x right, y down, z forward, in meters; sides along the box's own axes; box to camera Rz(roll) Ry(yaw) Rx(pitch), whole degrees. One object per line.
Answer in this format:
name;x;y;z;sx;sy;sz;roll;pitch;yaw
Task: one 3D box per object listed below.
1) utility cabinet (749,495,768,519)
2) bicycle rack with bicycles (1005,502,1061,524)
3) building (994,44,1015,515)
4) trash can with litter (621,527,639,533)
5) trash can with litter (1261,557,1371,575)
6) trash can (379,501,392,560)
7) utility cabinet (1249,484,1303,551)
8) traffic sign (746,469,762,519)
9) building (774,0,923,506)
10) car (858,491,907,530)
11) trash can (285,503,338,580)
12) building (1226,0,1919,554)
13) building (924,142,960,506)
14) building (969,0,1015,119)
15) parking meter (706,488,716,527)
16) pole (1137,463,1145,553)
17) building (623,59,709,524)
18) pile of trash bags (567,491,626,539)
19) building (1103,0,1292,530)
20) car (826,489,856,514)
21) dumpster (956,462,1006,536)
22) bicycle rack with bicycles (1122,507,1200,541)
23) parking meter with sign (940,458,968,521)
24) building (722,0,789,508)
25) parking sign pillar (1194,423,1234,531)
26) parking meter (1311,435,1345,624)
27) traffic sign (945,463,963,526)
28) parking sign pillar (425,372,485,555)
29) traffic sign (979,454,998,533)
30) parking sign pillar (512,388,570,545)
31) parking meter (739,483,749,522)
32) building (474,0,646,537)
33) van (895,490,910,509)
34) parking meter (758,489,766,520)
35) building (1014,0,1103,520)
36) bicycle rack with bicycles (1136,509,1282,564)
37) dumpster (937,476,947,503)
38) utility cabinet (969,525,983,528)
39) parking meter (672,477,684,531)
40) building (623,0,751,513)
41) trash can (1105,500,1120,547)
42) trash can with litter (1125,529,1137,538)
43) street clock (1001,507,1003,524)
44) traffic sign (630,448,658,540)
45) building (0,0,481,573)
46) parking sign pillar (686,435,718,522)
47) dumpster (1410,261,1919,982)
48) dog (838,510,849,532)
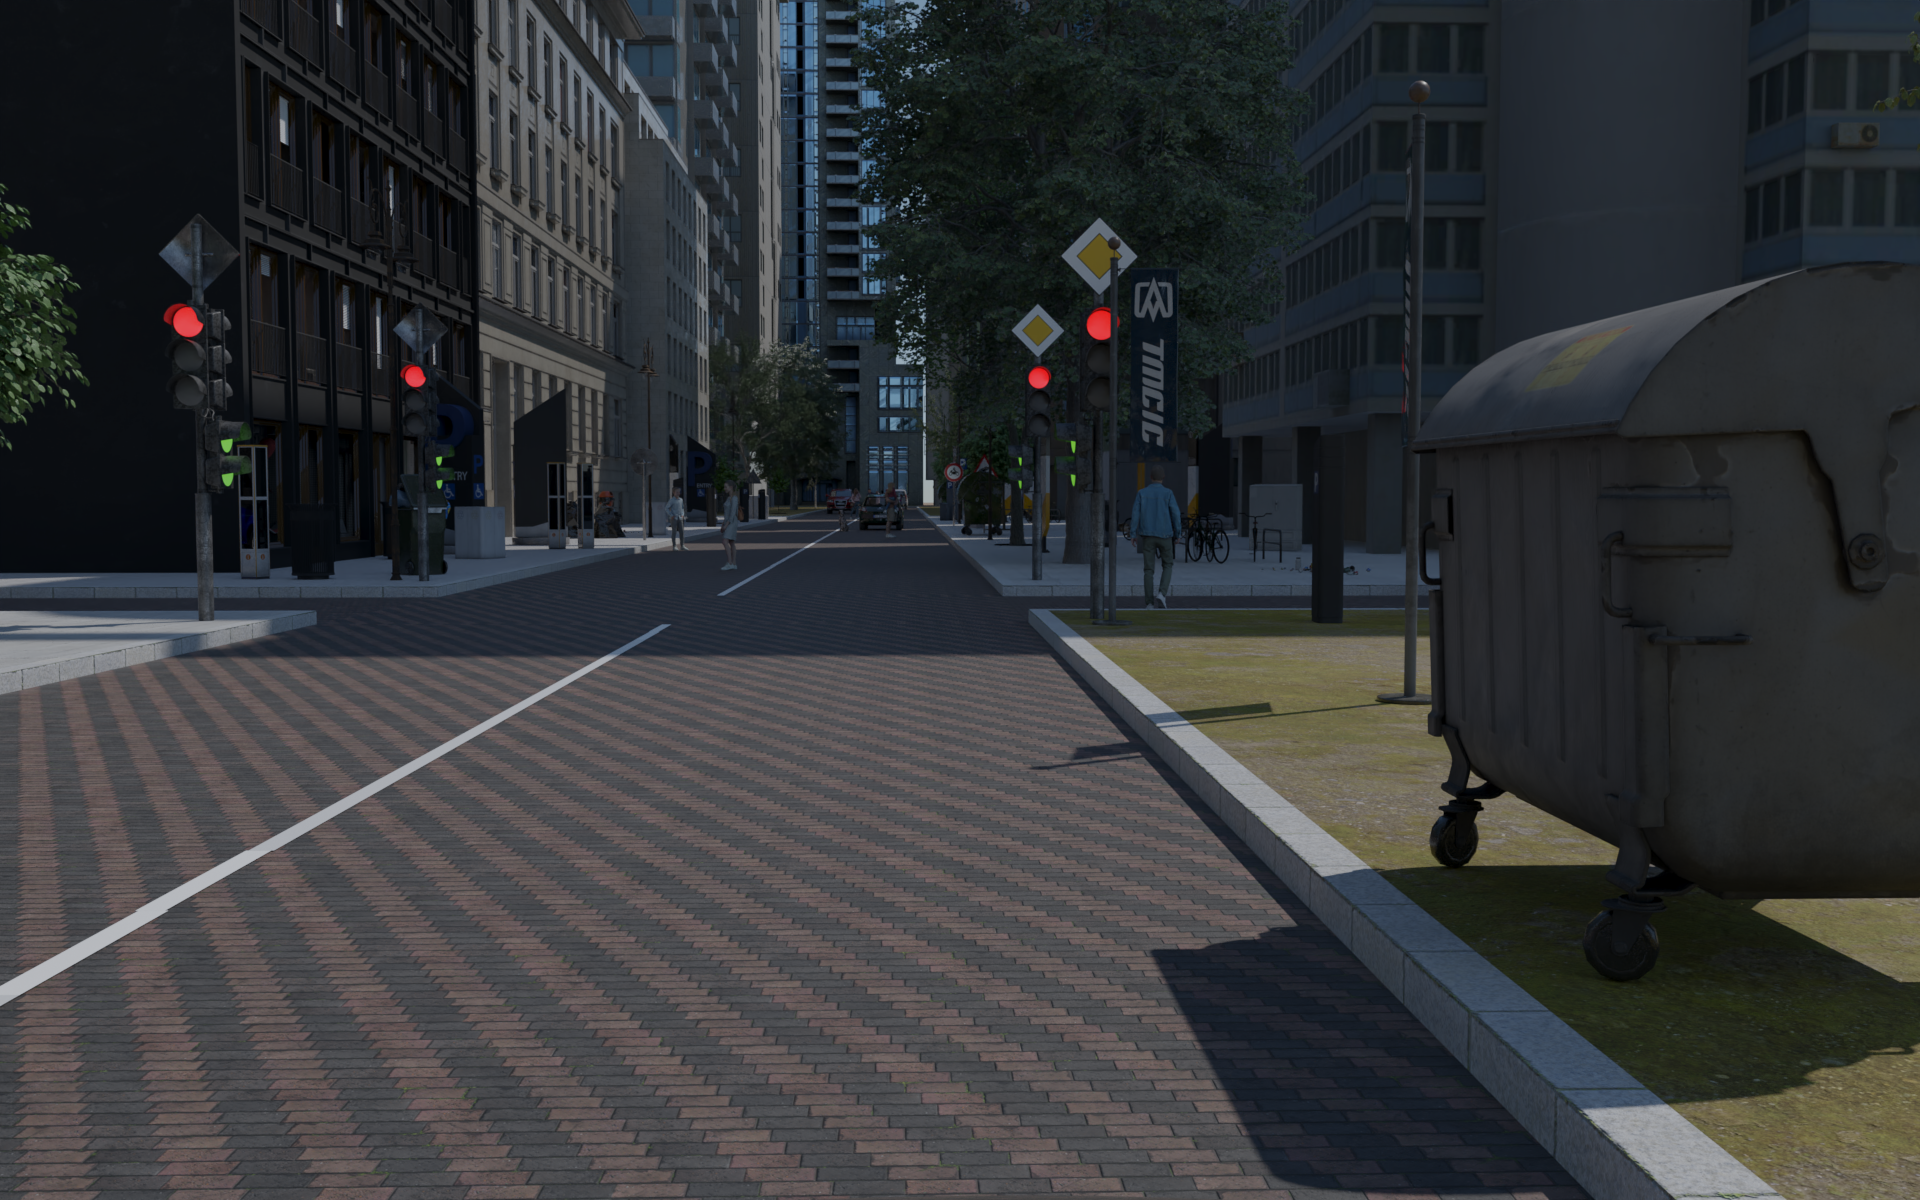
utility cabinet;-10.445;-4.802;89.673;1.020;1.237;0.306;0;4;-3
bicycle rack with bicycles;3.341;-3.862;76.530;2.925;0.926;2.852;-3;4;-38
building;8.947;-20.984;114.793;14.160;30.474;14.107;0;4;-2
trash can with litter;-11.650;-2.873;58.028;1.678;1.210;2.233;-1;4;-13
trash can with litter;5.952;-1.063;28.439;1.678;1.210;2.233;0;4;-2
trash can;-11.033;-1.370;34.060;0.748;1.137;0.748;0;3;0
utility cabinet;7.106;-1.856;39.028;1.173;1.500;0.318;3;4;37
traffic sign;-10.669;-5.465;89.356;0.884;2.594;0.081;0;4;6
building;-19.825;-54.070;196.709;31.000;86.520;22.319;0;4;-2
car;-3.161;-3.688;70.087;2.009;1.686;4.222;0;4;-1
trash can;-9.757;-0.883;26.098;0.748;1.137;0.748;0;3;0
building;19.834;-21.408;41.898;23.993;40.220;32.217;0;4;-2
building;3.084;-31.249;194.522;14.086;41.232;14.154;0;4;-2
building;7.524;-28.083;142.753;14.154;41.232;14.086;0;4;-2
parking meter;-9.681;-3.609;67.419;0.372;1.533;0.369;0;3;0
pole;3.906;-2.663;37.379;0.158;3.312;0.155;0;3;0
building;-18.173;-13.941;82.689;10.420;20.320;16.860;0;4;-2
pile of trash bags;-10.801;-2.539;51.260;1.912;1.369;3.447;0;4;1
building;12.408;-18.169;68.763;14.160;30.474;14.107;0;4;-2
car;-8.593;-7.161;125.753;2.281;1.827;5.304;0;4;-2
dumpster;0.663;-3.165;54.249;1.502;2.255;1.985;0;4;-2
bicycle rack with bicycles;5.833;-2.121;48.064;2.925;0.926;2.852;-1;4;-22
parking meter with sign;-0.333;-5.356;83.836;0.543;3.016;1.738;2;4;34
building;-30.181;-34.763;157.612;27.495;52.752;28.713;0;4;-2
parking sign pillar;9.001;-4.455;61.305;1.447;3.967;1.447;2;4;29
parking meter;3.675;-0.708;17.292;0.255;1.863;0.399;0;4;1
traffic sign;-0.247;-4.311;70.594;0.768;2.556;0.104;0;4;-1
parking sign pillar;-10.903;-2.987;37.312;1.447;3.967;1.447;1;4;23
traffic sign;0.795;-3.461;56.586;0.884;2.594;0.081;0;4;-1
parking sign pillar;-10.660;-3.393;43.942;1.447;3.967;1.447;-1;4;-20
parking meter;-9.784;-4.460;78.630;0.399;1.863;0.255;-2;4;-33
building;-20.850;-13.778;58.550;16.112;22.955;30.059;0;4;-2
van;-5.837;-9.722;165.969;2.013;2.044;4.112;0;4;-1
parking meter;-9.951;-4.802;86.928;0.372;1.533;0.369;0;3;0
building;10.191;-26.927;90.361;14.600;45.320;14.200;0;4;-2
bicycle rack with bicycles;4.967;-1.201;33.014;2.852;0.926;2.925;0;4;1
dumpster;-0.366;-5.171;87.034;1.502;2.255;1.985;0;4;-2
utility cabinet;0.611;-3.318;65.416;0.306;1.237;1.020;-1;4;-18
parking meter;-9.714;-3.299;59.642;0.399;1.863;0.255;-1;4;-9
building;-26.617;-30.269;114.513;23.786;49.044;30.456;0;4;-2
trash can;3.485;-1.844;41.797;0.748;1.137;0.748;0;3;0
trash can with litter;5.282;-2.407;50.735;1.055;1.170;0.624;3;5;40
street clock;1.728;-4.214;73.462;0.358;2.002;0.471;0;4;-7
traffic sign;-8.756;-2.930;48.011;0.768;2.556;0.104;0;4;1
building;-17.987;-12.567;35.144;12.332;23.373;15.834;0;4;-2
parking sign pillar;-11.794;-5.537;79.010;1.447;3.967;1.447;0;4;1
dumpster;2.229;0.033;5.217;1.264;1.857;1.865;0;4;-2
dog;-4.531;-3.040;66.539;0.513;0.831;0.800;1;4;11
